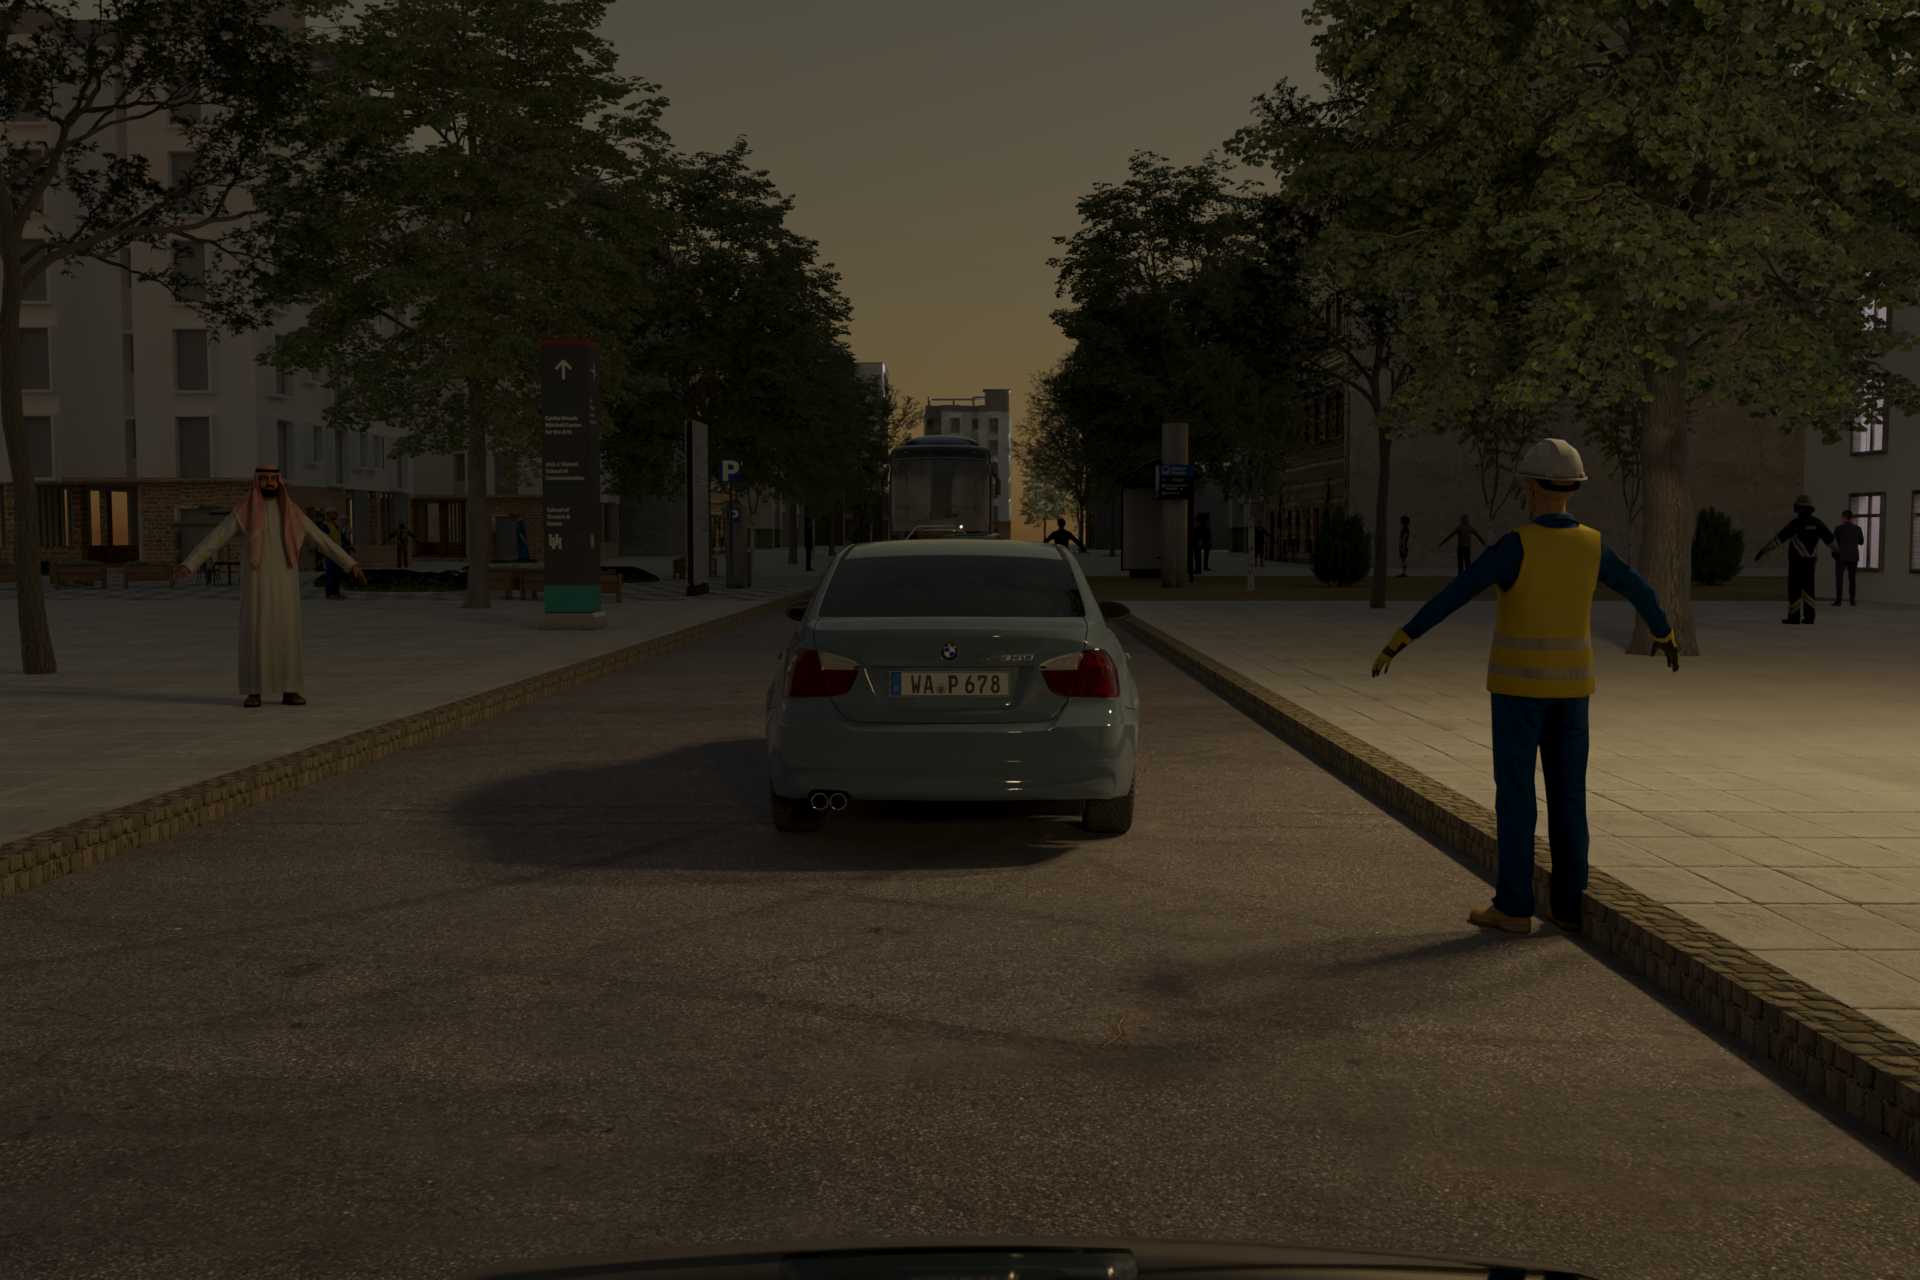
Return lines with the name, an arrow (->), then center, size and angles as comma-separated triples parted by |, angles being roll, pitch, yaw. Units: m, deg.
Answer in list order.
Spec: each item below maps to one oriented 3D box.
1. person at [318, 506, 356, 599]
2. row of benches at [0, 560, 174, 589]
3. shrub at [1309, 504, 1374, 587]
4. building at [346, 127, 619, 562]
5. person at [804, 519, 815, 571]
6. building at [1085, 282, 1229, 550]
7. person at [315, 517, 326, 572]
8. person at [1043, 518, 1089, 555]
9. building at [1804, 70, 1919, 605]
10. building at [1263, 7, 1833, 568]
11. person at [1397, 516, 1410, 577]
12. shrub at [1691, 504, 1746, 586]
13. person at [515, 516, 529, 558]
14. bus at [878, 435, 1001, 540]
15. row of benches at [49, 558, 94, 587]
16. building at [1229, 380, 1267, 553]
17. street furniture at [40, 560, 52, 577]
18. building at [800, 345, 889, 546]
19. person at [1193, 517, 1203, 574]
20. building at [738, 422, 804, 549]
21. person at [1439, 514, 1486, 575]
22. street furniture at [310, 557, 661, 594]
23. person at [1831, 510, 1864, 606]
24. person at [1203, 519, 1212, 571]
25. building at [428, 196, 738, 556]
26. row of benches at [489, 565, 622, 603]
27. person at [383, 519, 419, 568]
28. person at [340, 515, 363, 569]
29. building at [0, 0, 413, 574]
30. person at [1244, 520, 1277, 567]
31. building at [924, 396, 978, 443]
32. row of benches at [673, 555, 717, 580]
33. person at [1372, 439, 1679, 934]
person -> -12.447, -1.741, 34.436 | 0.705, 1.833, 1.349 | 1, 4, 9
row of benches -> -20.685, -1.535, 40.561 | 4.104, 0.672, 1.422 | -1, 4, -22
shrub -> 9.357, -2.327, 42.467 | 1.690, 2.028, 1.600 | 0, 3, 0
building -> -23.892, -13.787, 81.844 | 16.016, 20.090, 11.380 | 0, 4, 2
person -> -5.235, -3.308, 60.274 | 0.705, 1.806, 1.347 | -1, 4, -10
building -> 25.172, -19.146, 157.019 | 27.936, 21.610, 32.646 | 0, 4, 0
person -> -21.808, -3.258, 59.050 | 0.705, 1.856, 1.354 | 0, 4, 4
person -> 2.442, -2.024, 41.739 | 1.347, 1.806, 0.705 | 0, 4, 2
building -> 21.679, -4.865, 21.698 | 9.099, 9.664, 28.070 | 0, 4, 1
building -> 23.893, -14.856, 73.822 | 19.493, 23.208, 18.063 | 0, 4, 0
person -> 13.224, -2.787, 51.713 | 0.704, 1.843, 1.345 | 1, 4, 14
shrub -> 18.605, -2.357, 42.957 | 1.690, 2.028, 1.600 | 0, 3, 0
person -> -12.972, -2.767, 51.369 | 0.704, 1.817, 1.347 | -1, 4, -19
bus -> -0.419, -3.376, 46.750 | 2.896, 3.916, 12.251 | 0, 4, 1
row of benches -> -22.461, -1.729, 43.729 | 1.422, 0.672, 4.104 | -2, 4, -32
building -> 27.241, -14.685, 106.559 | 16.747, 18.905, 31.486 | 0, 4, 1
street furniture -> -31.290, -2.172, 51.132 | 10.072, 0.657, 5.734 | 0, 4, -7
building -> -23.073, -22.020, 204.005 | 27.936, 21.610, 32.646 | 0, 4, 0
person -> 7.594, -3.033, 55.522 | 0.705, 1.837, 1.347 | 0, 4, -6
building -> -24.869, -18.405, 167.381 | 16.747, 18.905, 31.486 | 0, 3, 0
person -> 13.524, -2.470, 46.510 | 1.348, 1.813, 0.705 | -1, 4, -10
street furniture -> -11.648, -1.632, 42.309 | 5.734, 0.657, 10.072 | 2, 4, 27
person -> 15.779, -1.458, 30.808 | 0.541, 1.710, 0.530 | 1, 4, 19
person -> 8.706, -3.343, 60.881 | 0.704, 1.802, 1.346 | 1, 4, 10
building -> -24.457, -16.977, 108.498 | 19.493, 23.208, 18.063 | 0, 4, 0
row of benches -> -8.021, -1.109, 33.597 | 4.104, 0.672, 1.422 | 3, 5, 44
person -> -21.278, -3.687, 66.043 | 1.354, 1.858, 0.705 | -2, 4, -32
person -> -18.078, -2.751, 50.829 | 1.347, 1.847, 0.705 | 1, 4, 16
building -> -27.560, -12.310, 57.696 | 16.016, 20.090, 11.380 | 0, 4, 1
person -> 11.681, -3.755, 67.535 | 1.346, 1.812, 0.704 | -1, 4, -10
building -> -4.363, -22.655, 229.293 | 11.380, 20.090, 16.016 | 0, 4, -5
row of benches -> -7.725, -2.144, 50.522 | 1.422, 0.672, 4.104 | 0, 4, 1
person -> 2.093, 0.158, 6.338 | 1.216, 1.772, 0.721 | -1, 4, -11
